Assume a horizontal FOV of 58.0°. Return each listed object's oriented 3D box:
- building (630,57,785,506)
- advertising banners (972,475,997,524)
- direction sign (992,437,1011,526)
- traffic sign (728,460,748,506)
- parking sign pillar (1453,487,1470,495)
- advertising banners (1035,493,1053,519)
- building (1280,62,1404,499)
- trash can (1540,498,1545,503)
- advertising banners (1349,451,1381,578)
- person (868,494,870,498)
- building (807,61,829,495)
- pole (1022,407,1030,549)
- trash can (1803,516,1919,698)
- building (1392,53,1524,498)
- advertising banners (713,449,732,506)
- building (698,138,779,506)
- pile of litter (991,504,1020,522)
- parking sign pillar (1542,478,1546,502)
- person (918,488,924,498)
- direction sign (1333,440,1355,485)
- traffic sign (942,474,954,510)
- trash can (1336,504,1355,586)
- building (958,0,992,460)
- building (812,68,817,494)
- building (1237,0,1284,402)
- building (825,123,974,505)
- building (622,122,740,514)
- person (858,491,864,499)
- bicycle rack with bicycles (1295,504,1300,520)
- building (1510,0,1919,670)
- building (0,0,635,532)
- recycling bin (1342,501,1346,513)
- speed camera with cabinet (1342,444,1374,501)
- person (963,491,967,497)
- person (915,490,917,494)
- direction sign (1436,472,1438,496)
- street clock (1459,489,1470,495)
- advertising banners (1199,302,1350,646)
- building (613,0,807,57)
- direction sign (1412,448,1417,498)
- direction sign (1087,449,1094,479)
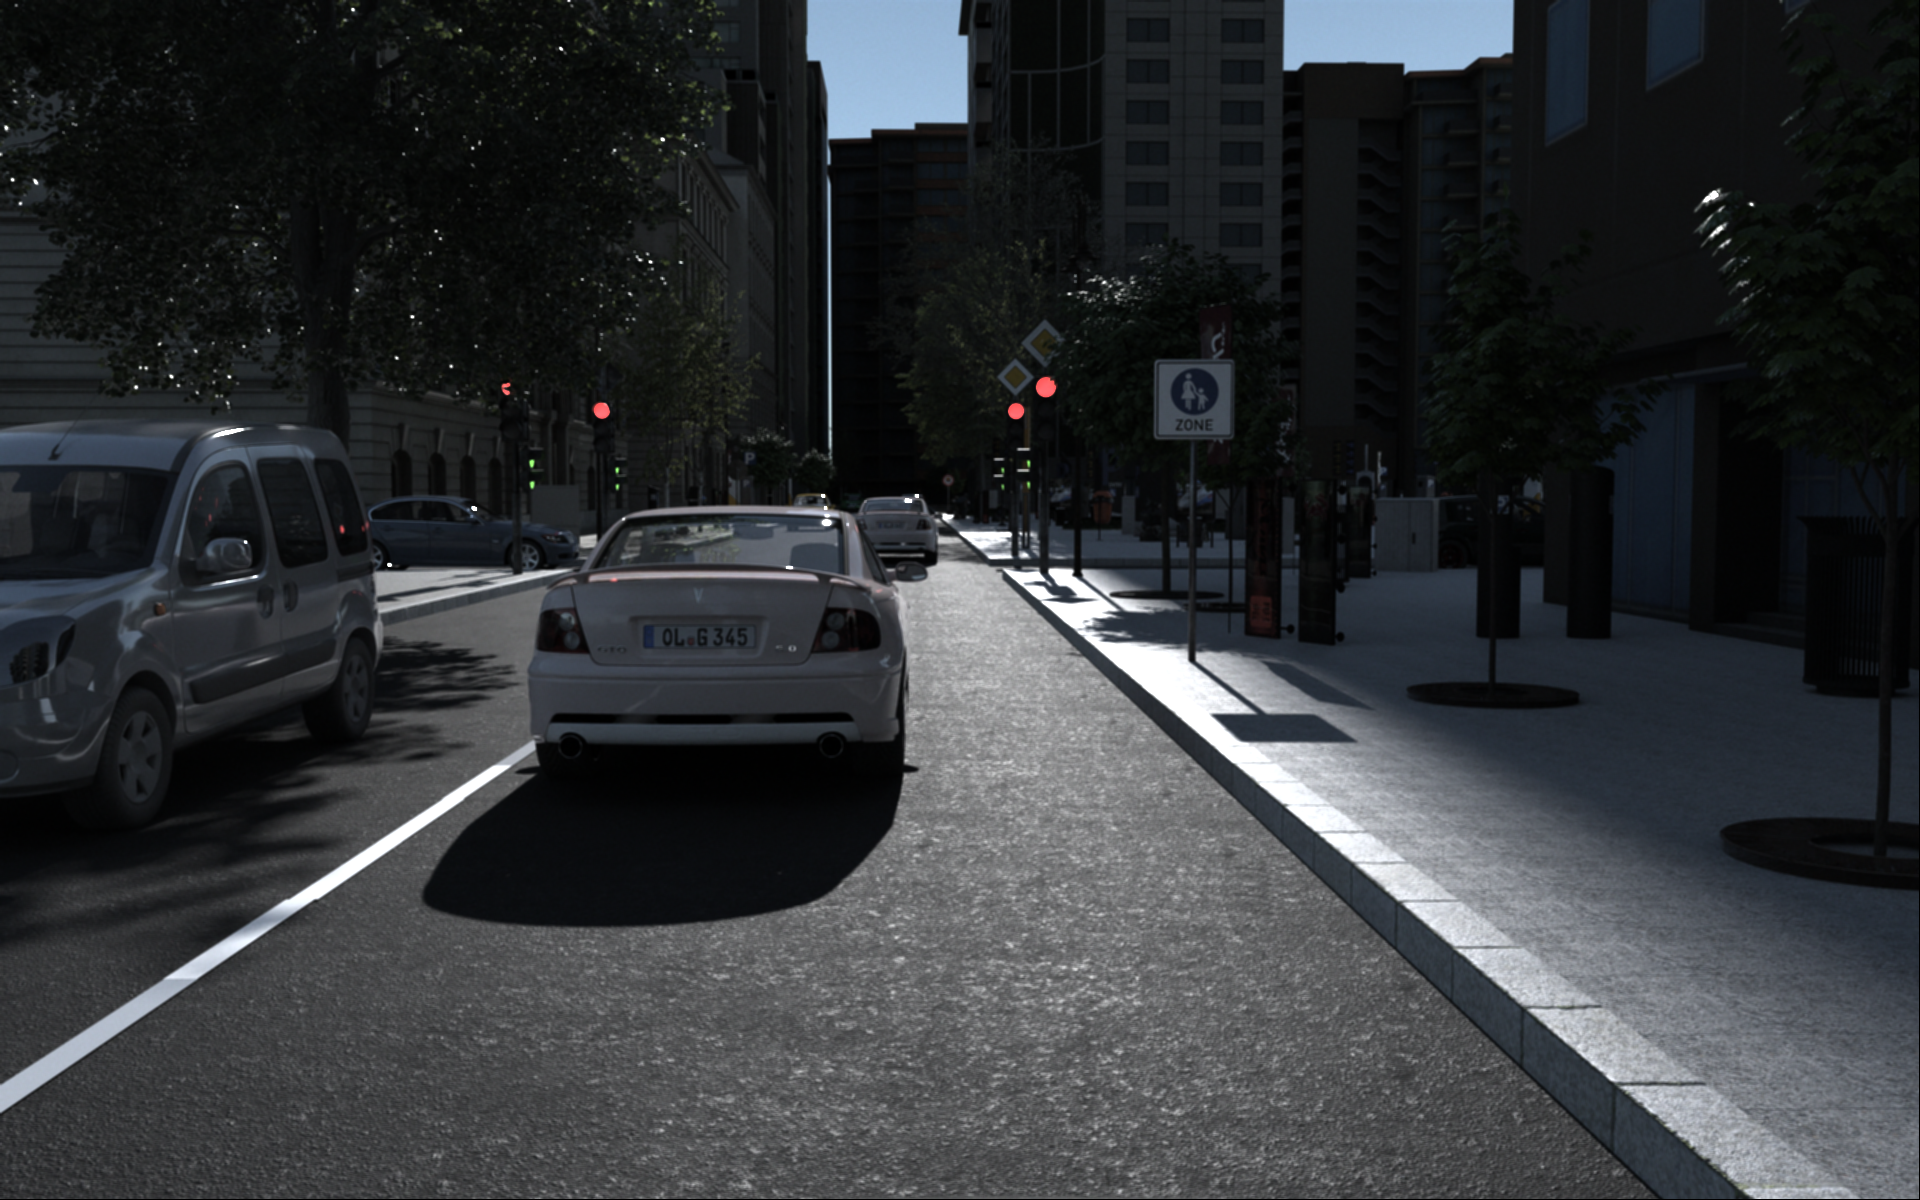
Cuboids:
[{"bbox_3d":[-19.598,-21.197,118.278,14.160,30.474,14.107,0,4,-2],"label":"building"},{"bbox_3d":[1.102,-4.796,74.595,0.090,3.025,2.074,-2,4,-31],"label":"advertising banners"},{"bbox_3d":[1.697,-4.732,69.370,0.876,3.537,0.379,2,4,26],"label":"direction sign"},{"bbox_3d":[-8.215,-3.900,63.867,0.768,2.556,0.104,0,4,1],"label":"traffic sign"},{"bbox_3d":[31.984,-7.460,110.439,1.447,3.967,1.447,-1,4,-15],"label":"parking sign pillar"},{"bbox_3d":[4.050,-5.627,88.193,2.074,3.025,0.090,3,5,43],"label":"advertising banners"},{"bbox_3d":[36.111,-32.262,177.600,14.200,45.320,14.600,0,4,-2],"label":"building"},{"bbox_3d":[34.565,-5.618,103.512,0.748,1.137,0.748,0,3,0],"label":"trash can"},{"bbox_3d":[5.636,-1.886,27.019,0.090,3.025,2.074,-3,5,-40],"label":"advertising banners"},{"bbox_3d":[-9.353,-10.112,177.087,0.557,1.426,1.065,2,4,23],"label":"person"},{"bbox_3d":[-20.891,-32.207,176.689,14.200,45.320,14.600,0,4,-2],"label":"building"},{"bbox_3d":[1.551,-2.858,40.577,0.158,3.312,0.155,0,3,0],"label":"pole"},{"bbox_3d":[5.754,0.034,11.097,0.748,1.137,0.748,0,3,0],"label":"trash can"},{"bbox_3d":[57.718,-31.842,175.240,28.867,44.769,22.147,0,4,-2],"label":"building"},{"bbox_3d":[-9.131,-4.319,66.804,0.090,3.025,2.074,1,4,12],"label":"advertising banners"},{"bbox_3d":[-15.992,-15.349,100.111,9.793,20.994,18.267,0,4,-2],"label":"building"},{"bbox_3d":[2.129,-4.004,79.432,1.719,0.858,1.176,-3,5,-39],"label":"pile of litter"},{"bbox_3d":[30.541,-6.144,88.924,1.447,3.967,1.447,-3,5,-42],"label":"parking sign pillar"},{"bbox_3d":[-2.632,-6.377,112.784,0.705,1.822,1.348,2,4,31],"label":"person"},{"bbox_3d":[16.113,-4.943,72.817,0.876,3.537,0.379,1,4,17],"label":"direction sign"},{"bbox_3d":[-0.752,-6.803,111.327,0.768,2.556,0.104,0,4,4],"label":"traffic sign"},{"bbox_3d":[5.113,-0.761,24.094,0.748,1.137,0.748,0,3,0],"label":"trash can"},{"bbox_3d":[14.565,-35.586,171.067,28.713,52.752,27.495,0,4,-2],"label":"building"},{"bbox_3d":[-20.766,-29.210,161.175,14.154,41.232,14.086,0,4,-2],"label":"building"},{"bbox_3d":[11.213,-42.053,125.817,20.563,71.187,20.611,0,4,-2],"label":"building"},{"bbox_3d":[-2.796,-33.806,207.345,28.867,44.769,22.147,0,4,-2],"label":"building"},{"bbox_3d":[-16.541,-13.259,81.406,10.561,19.102,19.286,0,4,-2],"label":"building"},{"bbox_3d":[-8.756,-8.617,150.120,1.217,1.736,0.721,3,5,40],"label":"person"},{"bbox_3d":[18.274,-4.548,87.737,2.925,0.926,2.852,-2,4,-27],"label":"bicycle rack with bicycles"},{"bbox_3d":[13.648,-22.174,12.660,14.600,45.320,14.200,0,4,-2],"label":"building"},{"bbox_3d":[-18.339,-14.352,53.733,14.460,24.649,34.723,0,4,-2],"label":"building"},{"bbox_3d":[14.798,-3.272,66.044,0.722,1.027,0.722,0,4,-3],"label":"recycling bin"},{"bbox_3d":[15.438,-4.565,68.976,2.038,3.252,0.660,1,4,17],"label":"speed camera with cabinet"},{"bbox_3d":[0.635,-11.154,190.865,0.705,1.824,1.348,3,5,44],"label":"person"},{"bbox_3d":[-4.491,-10.415,178.802,0.705,1.822,1.348,-1,4,-19],"label":"person"},{"bbox_3d":[28.163,-6.741,102.214,0.379,3.537,0.876,0,4,7],"label":"direction sign"},{"bbox_3d":[17.107,-3.314,58.749,0.471,2.002,0.358,1,4,22],"label":"street clock"},{"bbox_3d":[2.725,-1.176,15.418,0.090,3.025,2.074,-2,4,-27],"label":"advertising banners"},{"bbox_3d":[-19.003,-27.428,132.041,14.154,41.232,14.086,0,4,-2],"label":"building"},{"bbox_3d":[22.594,-5.757,86.118,0.379,3.537,0.876,0,4,2],"label":"direction sign"},{"bbox_3d":[6.827,-5.860,87.807,0.876,3.537,0.379,-1,4,-20],"label":"direction sign"}]
